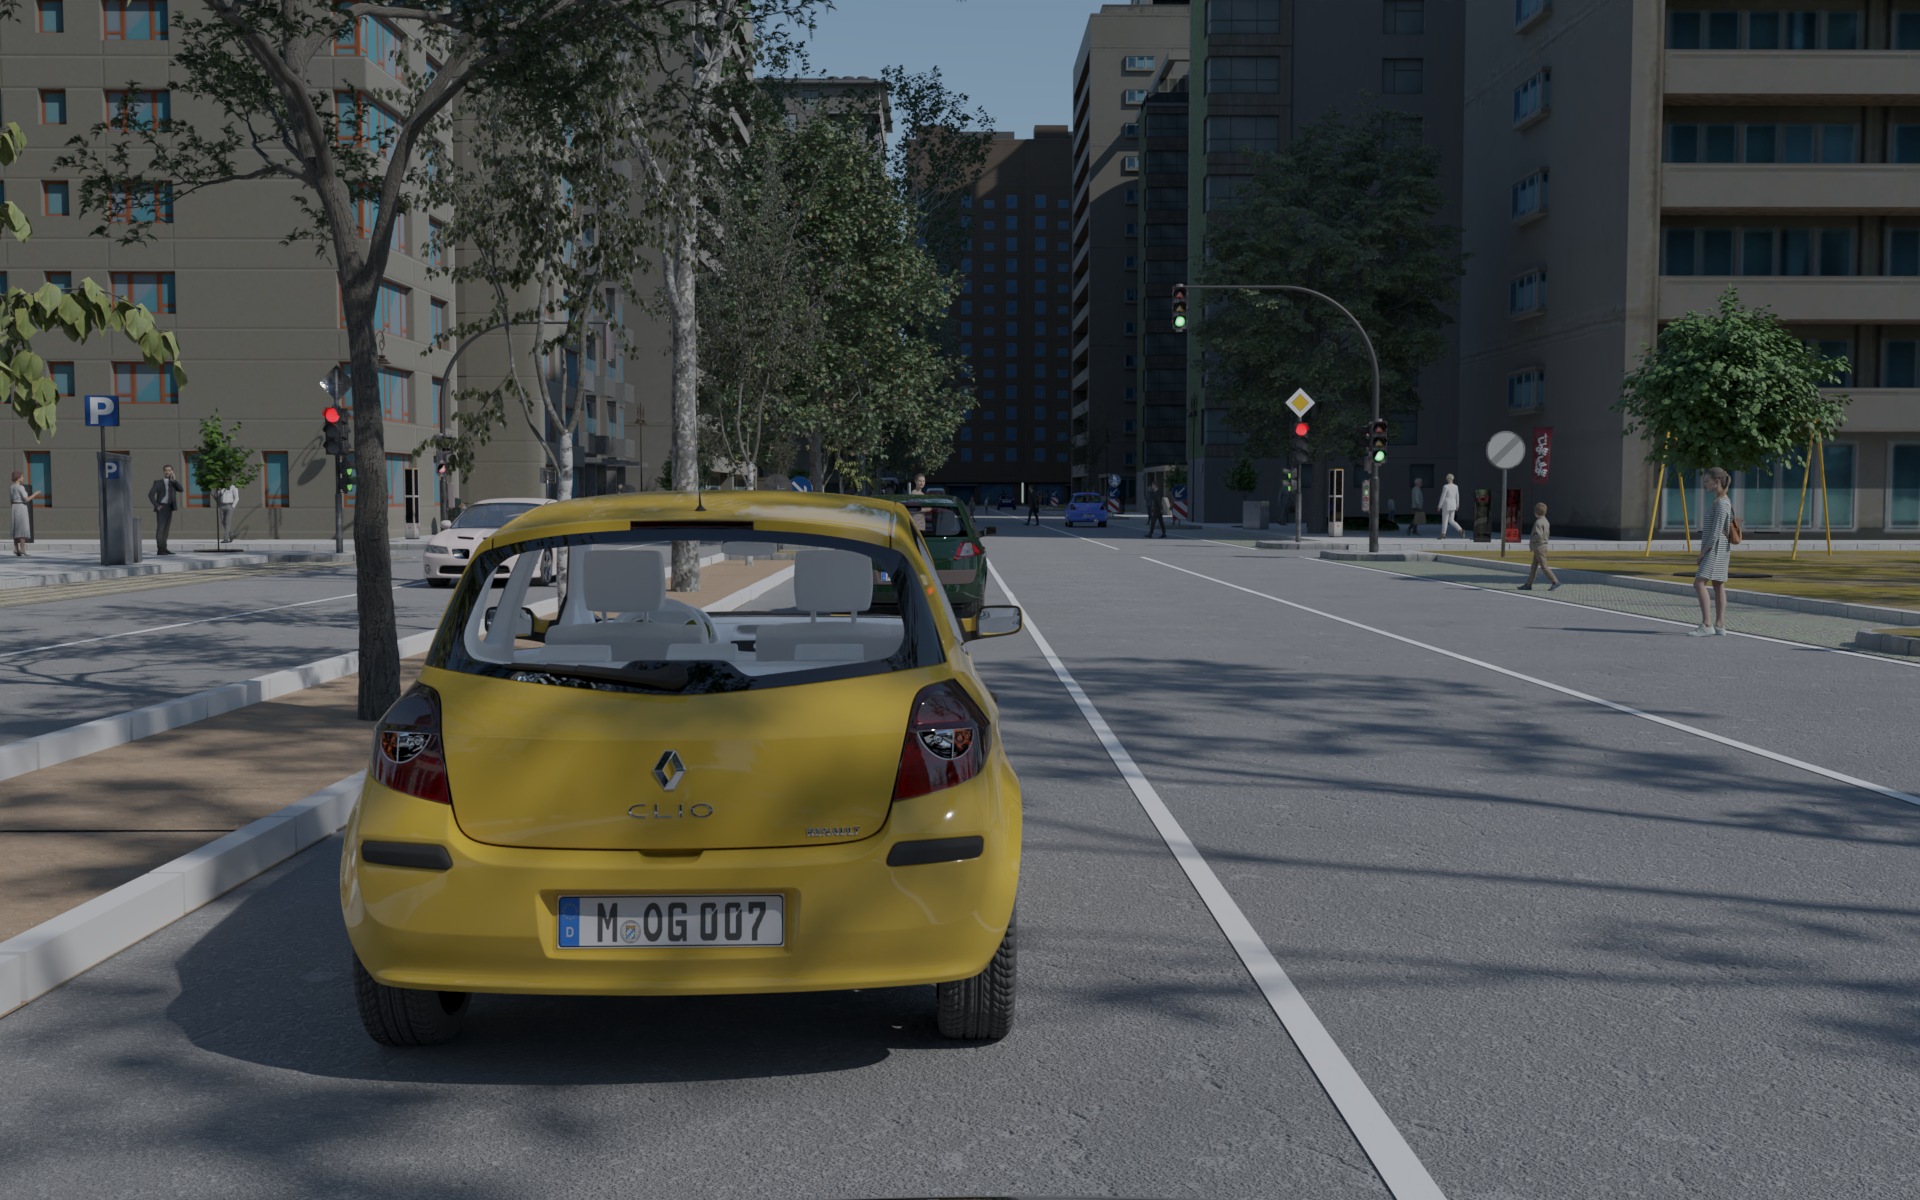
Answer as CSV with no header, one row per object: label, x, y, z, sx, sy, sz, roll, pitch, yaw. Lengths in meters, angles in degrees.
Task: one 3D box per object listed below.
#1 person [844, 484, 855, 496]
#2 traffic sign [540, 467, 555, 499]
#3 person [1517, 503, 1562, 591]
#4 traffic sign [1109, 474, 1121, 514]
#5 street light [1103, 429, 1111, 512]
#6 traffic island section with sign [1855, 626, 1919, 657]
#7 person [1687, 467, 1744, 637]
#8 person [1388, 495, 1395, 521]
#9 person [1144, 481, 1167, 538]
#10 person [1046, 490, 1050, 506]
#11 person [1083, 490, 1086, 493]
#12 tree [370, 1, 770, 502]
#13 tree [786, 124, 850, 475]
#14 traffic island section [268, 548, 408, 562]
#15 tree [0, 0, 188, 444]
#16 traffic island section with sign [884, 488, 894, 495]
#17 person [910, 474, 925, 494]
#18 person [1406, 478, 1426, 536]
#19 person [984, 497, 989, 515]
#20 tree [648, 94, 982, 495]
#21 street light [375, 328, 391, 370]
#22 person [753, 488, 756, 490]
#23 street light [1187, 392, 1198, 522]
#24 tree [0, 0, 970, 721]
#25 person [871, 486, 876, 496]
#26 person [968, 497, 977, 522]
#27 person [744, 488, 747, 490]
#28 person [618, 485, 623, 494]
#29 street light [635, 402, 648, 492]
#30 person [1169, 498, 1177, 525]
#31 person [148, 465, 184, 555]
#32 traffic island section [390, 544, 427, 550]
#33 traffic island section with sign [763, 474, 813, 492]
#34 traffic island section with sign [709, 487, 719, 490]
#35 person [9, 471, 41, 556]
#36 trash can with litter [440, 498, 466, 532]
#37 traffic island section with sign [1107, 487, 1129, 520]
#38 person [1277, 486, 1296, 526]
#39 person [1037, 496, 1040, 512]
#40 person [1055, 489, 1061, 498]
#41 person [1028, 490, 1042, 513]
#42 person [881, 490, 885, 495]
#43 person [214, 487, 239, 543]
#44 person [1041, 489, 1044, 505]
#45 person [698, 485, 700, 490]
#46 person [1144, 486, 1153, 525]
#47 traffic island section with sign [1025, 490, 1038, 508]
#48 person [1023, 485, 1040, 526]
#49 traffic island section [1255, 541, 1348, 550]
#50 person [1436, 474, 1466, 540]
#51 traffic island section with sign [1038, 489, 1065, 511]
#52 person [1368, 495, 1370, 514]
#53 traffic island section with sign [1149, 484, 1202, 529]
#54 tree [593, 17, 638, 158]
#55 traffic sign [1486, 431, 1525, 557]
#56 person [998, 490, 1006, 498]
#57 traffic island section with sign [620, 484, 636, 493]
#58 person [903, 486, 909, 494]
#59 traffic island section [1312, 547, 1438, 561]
person,-4.603,-3.934,72.621,0.655,1.846,0.447,3,5,41
traffic sign,-15.838,-3.939,66.539,0.606,2.300,0.079,0,4,5
person,8.543,-0.779,25.506,0.640,1.303,0.475,1,4,21
traffic sign,10.046,-6.874,112.495,0.768,2.556,0.104,0,4,4
street light,10.241,-9.047,120.706,0.468,5.910,1.993,0,4,-1
traffic island section with sign,9.326,-0.429,15.650,1.989,1.847,2.006,0,4,-1
person,7.641,-0.491,17.526,0.522,1.701,0.512,1,4,18
person,17.021,-3.530,68.440,0.332,1.250,0.352,-1,4,-10
person,6.360,-2.941,56.355,0.755,1.850,0.659,1,4,22
person,9.524,-11.001,186.630,0.721,1.735,1.217,1,4,19
person,11.513,-9.390,161.046,0.593,1.643,0.415,0,4,6
tree,-3.957,-3.941,17.249,4.360,8.622,3.978,0,3,0
tree,-4.223,-4.997,34.522,4.360,8.622,3.978,0,3,0
traffic island section,-13.552,-0.948,37.787,2.009,0.180,2.903,0,4,-1
tree,-3.800,-3.173,4.704,4.737,8.622,4.395,0,3,0
traffic island section with sign,-4.960,-6.882,120.662,2.006,1.907,1.989,0,4,-1
person,-0.695,-1.278,29.737,0.374,1.781,0.599,1,4,22
person,13.957,-2.841,52.986,0.515,1.767,0.782,0,4,5
person,1.855,-6.518,119.759,0.352,1.250,0.332,2,4,33
tree,-4.161,-7.962,49.636,9.611,12.733,9.660,0,3,0
street light,-15.590,-4.487,46.149,0.468,5.910,1.993,0,4,-1
person,-17.299,-8.549,145.758,0.705,1.831,1.348,3,4,37
street light,10.630,-6.480,78.744,0.468,5.910,1.993,0,4,-1
tree,-3.658,-4.535,11.019,8.767,10.594,7.601,0,4,-1
person,-3.811,-4.067,75.334,0.374,1.781,0.599,0,4,3
person,0.620,-4.641,88.658,0.640,1.303,0.475,2,4,27
person,-18.333,-8.673,147.855,0.705,1.823,1.348,-1,4,-9
person,-18.677,-5.449,95.315,0.537,1.800,0.526,3,4,37
street light,-16.049,-6.996,87.180,0.468,5.910,1.993,0,4,-1
person,9.046,-3.673,72.832,0.475,1.303,0.640,-1,4,-19
person,-16.721,-1.904,36.534,0.474,1.900,0.648,1,4,20
traffic island section,-13.637,-1.437,45.771,2.009,0.180,2.903,0,4,-1
traffic island section with sign,-4.149,-2.287,45.528,2.006,1.907,1.989,0,4,-1
traffic island section with sign,-13.867,-5.446,97.663,1.989,1.847,2.006,0,4,-1
person,-19.317,-1.781,35.740,0.480,1.755,0.524,2,4,24
trash can with litter,-15.768,-2.593,53.789,0.624,1.170,1.055,0,4,0
traffic island section with sign,8.453,-5.439,97.558,1.989,1.847,2.006,0,4,-1
person,13.280,-3.949,70.733,0.853,1.813,0.709,3,4,37
person,6.076,-7.568,135.494,0.557,1.426,1.065,-1,4,-13
person,10.282,-10.925,184.746,0.705,1.814,1.350,-2,4,-32
person,5.577,-7.292,128.449,1.217,1.735,0.721,3,5,39
person,-7.376,-9.535,164.411,1.348,1.822,0.705,1,4,22
person,-19.224,-2.399,45.374,0.679,1.850,0.850,0,4,6
person,9.278,-11.592,195.666,0.705,1.812,1.348,0,4,4
person,-11.258,-4.078,75.028,0.795,1.843,0.661,0,4,6
person,8.622,-4.323,79.357,0.526,1.800,0.537,2,4,27
traffic island section with sign,7.626,-10.175,174.984,1.989,1.847,2.006,0,4,-1
person,3.244,-4.302,78.621,0.755,1.850,0.659,1,4,14
traffic island section,9.003,-1.451,46.007,2.009,0.180,2.903,0,4,-1
person,13.751,-2.603,48.475,0.818,1.842,0.514,3,5,41
traffic island section with sign,7.921,-8.526,148.031,1.989,1.847,2.006,0,4,-1
person,13.771,-2.873,57.707,0.352,1.250,0.332,-1,4,-21
traffic island section with sign,8.748,-3.791,70.604,1.989,1.847,2.006,0,4,-1
tree,-5.245,-10.229,25.589,12.611,20.169,13.585,0,3,0
traffic sign,11.065,-2.147,35.212,0.768,2.556,0.104,0,4,4
person,4.622,-10.777,184.328,1.348,1.869,0.705,0,4,2
traffic island section with sign,-13.582,-3.797,70.709,1.989,1.847,2.006,0,4,-1
person,-2.653,-4.765,86.425,0.620,1.820,0.660,2,4,27
traffic island section,9.088,-0.963,38.022,2.009,0.180,2.903,0,4,-1
